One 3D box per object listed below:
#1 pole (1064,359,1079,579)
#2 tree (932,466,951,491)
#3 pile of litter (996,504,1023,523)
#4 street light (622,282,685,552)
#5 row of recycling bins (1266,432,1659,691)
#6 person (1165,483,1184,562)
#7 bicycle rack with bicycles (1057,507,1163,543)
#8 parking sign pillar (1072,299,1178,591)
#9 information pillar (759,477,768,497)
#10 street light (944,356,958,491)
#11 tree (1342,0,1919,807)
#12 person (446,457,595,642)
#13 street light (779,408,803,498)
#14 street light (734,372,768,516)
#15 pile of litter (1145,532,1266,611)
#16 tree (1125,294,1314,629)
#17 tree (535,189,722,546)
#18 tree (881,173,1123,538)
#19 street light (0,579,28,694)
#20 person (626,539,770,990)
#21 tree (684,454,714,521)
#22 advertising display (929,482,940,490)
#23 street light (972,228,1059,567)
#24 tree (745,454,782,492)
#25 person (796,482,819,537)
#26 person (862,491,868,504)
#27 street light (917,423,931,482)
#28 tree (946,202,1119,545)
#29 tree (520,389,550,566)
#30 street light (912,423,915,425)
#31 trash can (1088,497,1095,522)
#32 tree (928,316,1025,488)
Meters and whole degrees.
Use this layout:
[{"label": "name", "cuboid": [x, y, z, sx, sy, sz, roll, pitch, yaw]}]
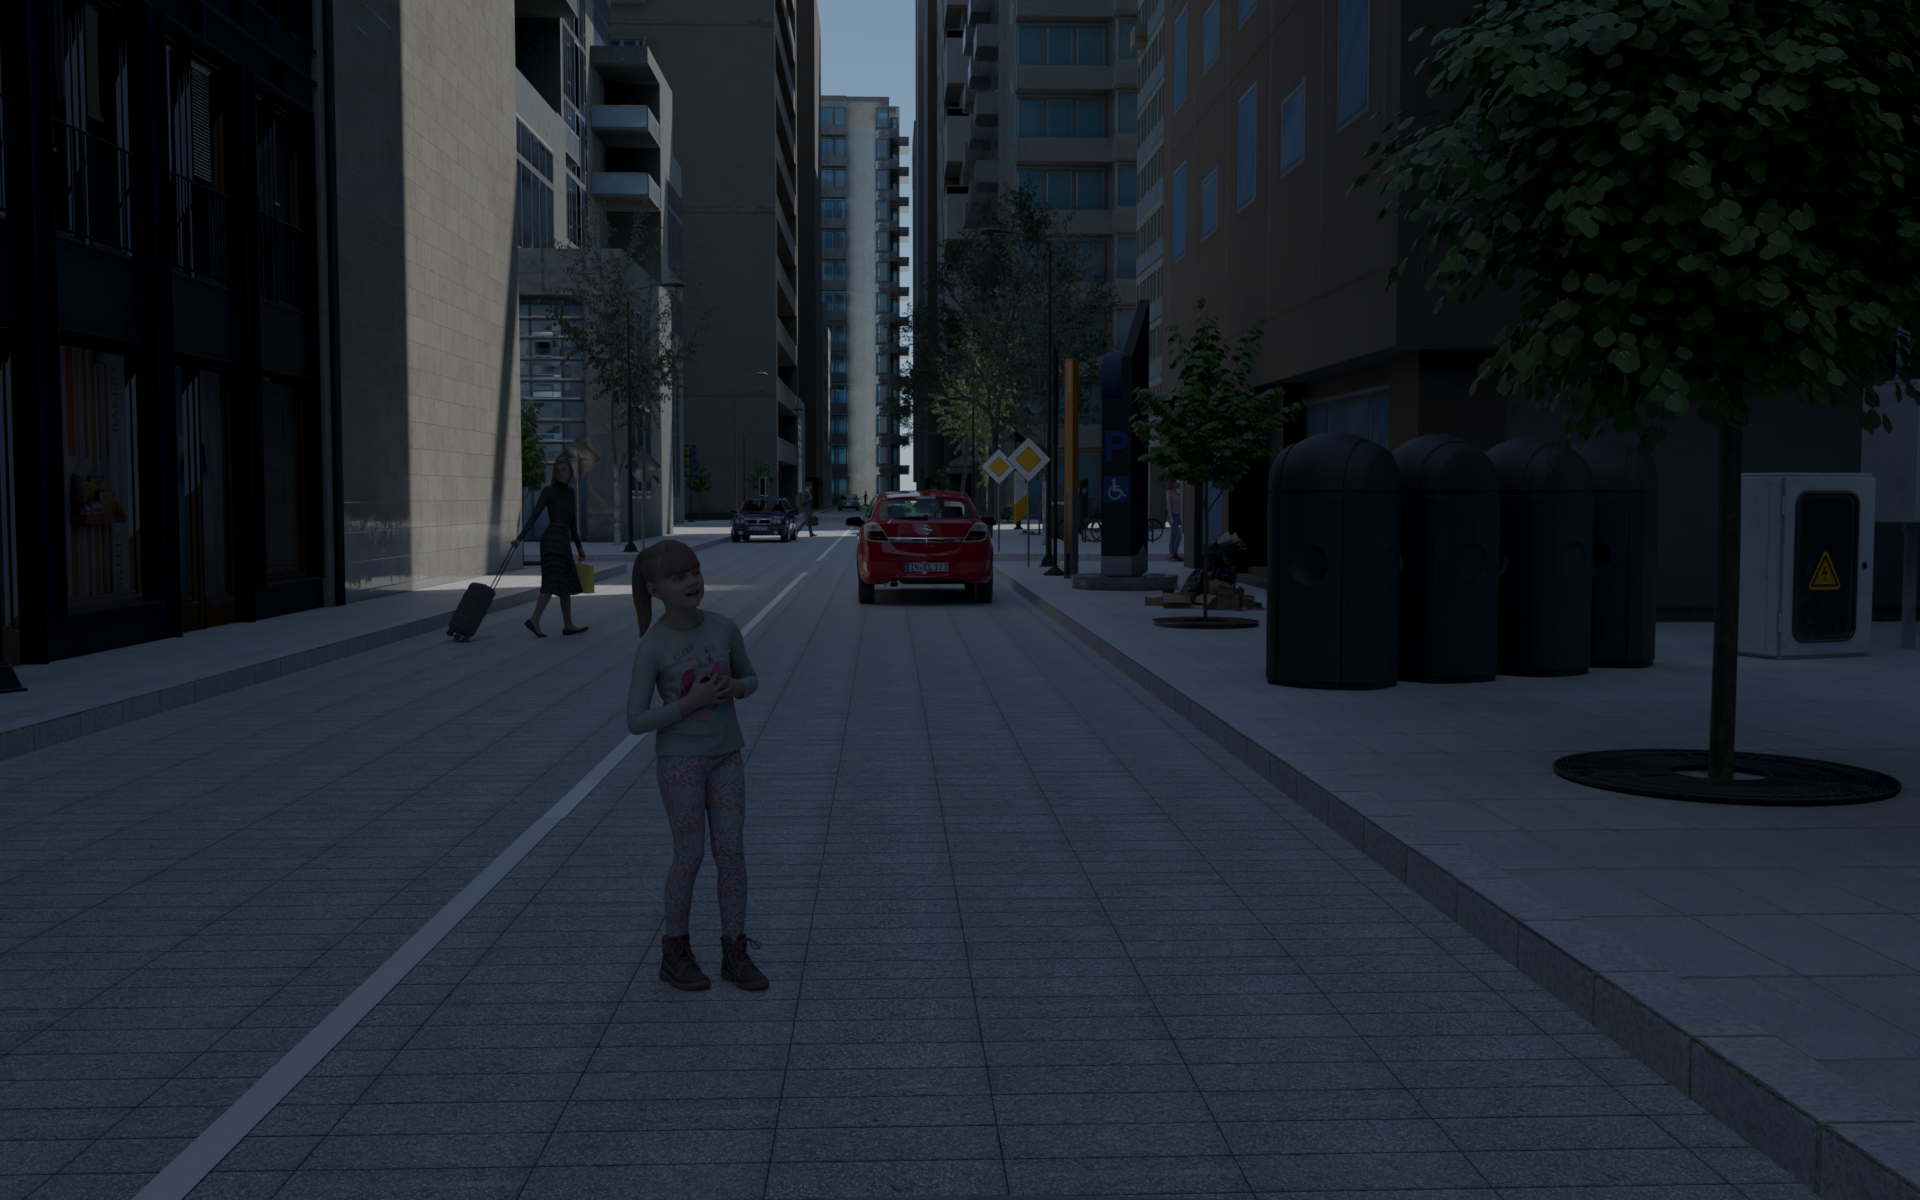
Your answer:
[{"label": "pole", "cuboid": [1.687, -1.979, 26.201, 0.158, 3.312, 0.155, 0, 3, 0]}, {"label": "tree", "cuboid": [-1.034, -7.501, 117.238, 1.663, 3.219, 1.824, 0, 3, 0]}, {"label": "pile of litter", "cuboid": [2.105, -3.795, 76.011, 1.719, 0.858, 1.176, 2, 4, 28]}, {"label": "street light", "cuboid": [-6.724, -4.007, 38.048, 1.470, 5.913, 1.316, 0, 4, -2]}, {"label": "row of recycling bins", "cuboid": [3.697, -0.319, 12.336, 3.534, 1.692, 1.069, -2, 4, -32]}, {"label": "person", "cuboid": [4.508, -1.711, 36.482, 0.388, 1.821, 0.555, 1, 4, 14]}, {"label": "bicycle rack with bicycles", "cuboid": [4.032, -2.013, 46.289, 2.925, 0.926, 2.852, 0, 4, 3]}, {"label": "parking sign pillar", "cuboid": [2.246, -2.142, 23.496, 1.447, 3.967, 1.447, 1, 4, 16]}, {"label": "information pillar", "cuboid": [-8.415, -4.268, 74.279, 0.304, 2.012, 0.304, 1, 4, 13]}, {"label": "street light", "cuboid": [-0.104, -5.181, 57.248, 1.470, 5.913, 1.316, 0, 4, -2]}, {"label": "tree", "cuboid": [3.366, -1.469, 7.726, 4.285, 4.588, 4.351, 0, 3, 0]}, {"label": "person", "cuboid": [-4.362, -0.524, 17.278, 1.509, 1.804, 0.699, -2, 4, -30]}, {"label": "street light", "cuboid": [-9.216, -7.425, 93.939, 1.470, 5.913, 1.316, 0, 4, -2]}, {"label": "street light", "cuboid": [-8.045, -5.730, 66.229, 1.470, 5.913, 1.316, 0, 4, -2]}, {"label": "pile of litter", "cuboid": [2.804, -0.345, 19.612, 1.176, 0.858, 1.719, -1, 4, -23]}, {"label": "tree", "cuboid": [2.352, -1.368, 16.968, 1.663, 3.219, 1.824, 0, 3, 0]}, {"label": "tree", "cuboid": [-8.267, -5.651, 42.756, 4.360, 8.622, 3.978, 0, 3, 0]}, {"label": "tree", "cuboid": [1.134, -7.086, 50.271, 7.601, 10.594, 8.767, 1, 4, 18]}, {"label": "street light", "cuboid": [-5.712, -2.356, 11.067, 1.470, 5.913, 1.316, 0, 4, -2]}, {"label": "person", "cuboid": [-0.739, 0.473, 5.040, 0.394, 1.301, 0.425, 3, 4, 37]}, {"label": "tree", "cuboid": [-12.653, -5.420, 83.213, 1.663, 3.219, 1.824, 0, 3, 0]}, {"label": "advertising display", "cuboid": [-1.338, -5.227, 90.673, 0.123, 1.923, 0.974, -2, 4, -29]}, {"label": "street light", "cuboid": [1.029, -3.539, 30.412, 1.470, 5.913, 1.316, 0, 4, -2]}, {"label": "tree", "cuboid": [-9.508, -5.398, 82.856, 1.663, 3.219, 1.824, 0, 3, 0]}, {"label": "person", "cuboid": [-5.128, -3.014, 57.743, 0.822, 1.834, 0.622, 0, 4, -5]}, {"label": "person", "cuboid": [-9.764, -10.297, 177.681, 0.721, 1.723, 1.217, 2, 4, 25]}, {"label": "street light", "cuboid": [-1.263, -6.906, 85.459, 1.470, 5.913, 1.316, 0, 4, -2]}, {"label": "tree", "cuboid": [1.887, -5.664, 42.969, 4.360, 8.622, 3.978, 0, 3, 0]}, {"label": "tree", "cuboid": [-7.907, -2.253, 31.434, 1.663, 3.219, 1.824, 0, 3, 0]}, {"label": "street light", "cuboid": [-2.460, -8.620, 113.483, 1.470, 5.913, 1.316, 0, 4, -2]}, {"label": "trash can", "cuboid": [5.669, -4.037, 77.659, 0.748, 1.137, 0.748, 0, 3, 0]}, {"label": "tree", "cuboid": [0.900, -7.239, 68.715, 4.737, 8.622, 4.395, 0, 3, 0]}]
